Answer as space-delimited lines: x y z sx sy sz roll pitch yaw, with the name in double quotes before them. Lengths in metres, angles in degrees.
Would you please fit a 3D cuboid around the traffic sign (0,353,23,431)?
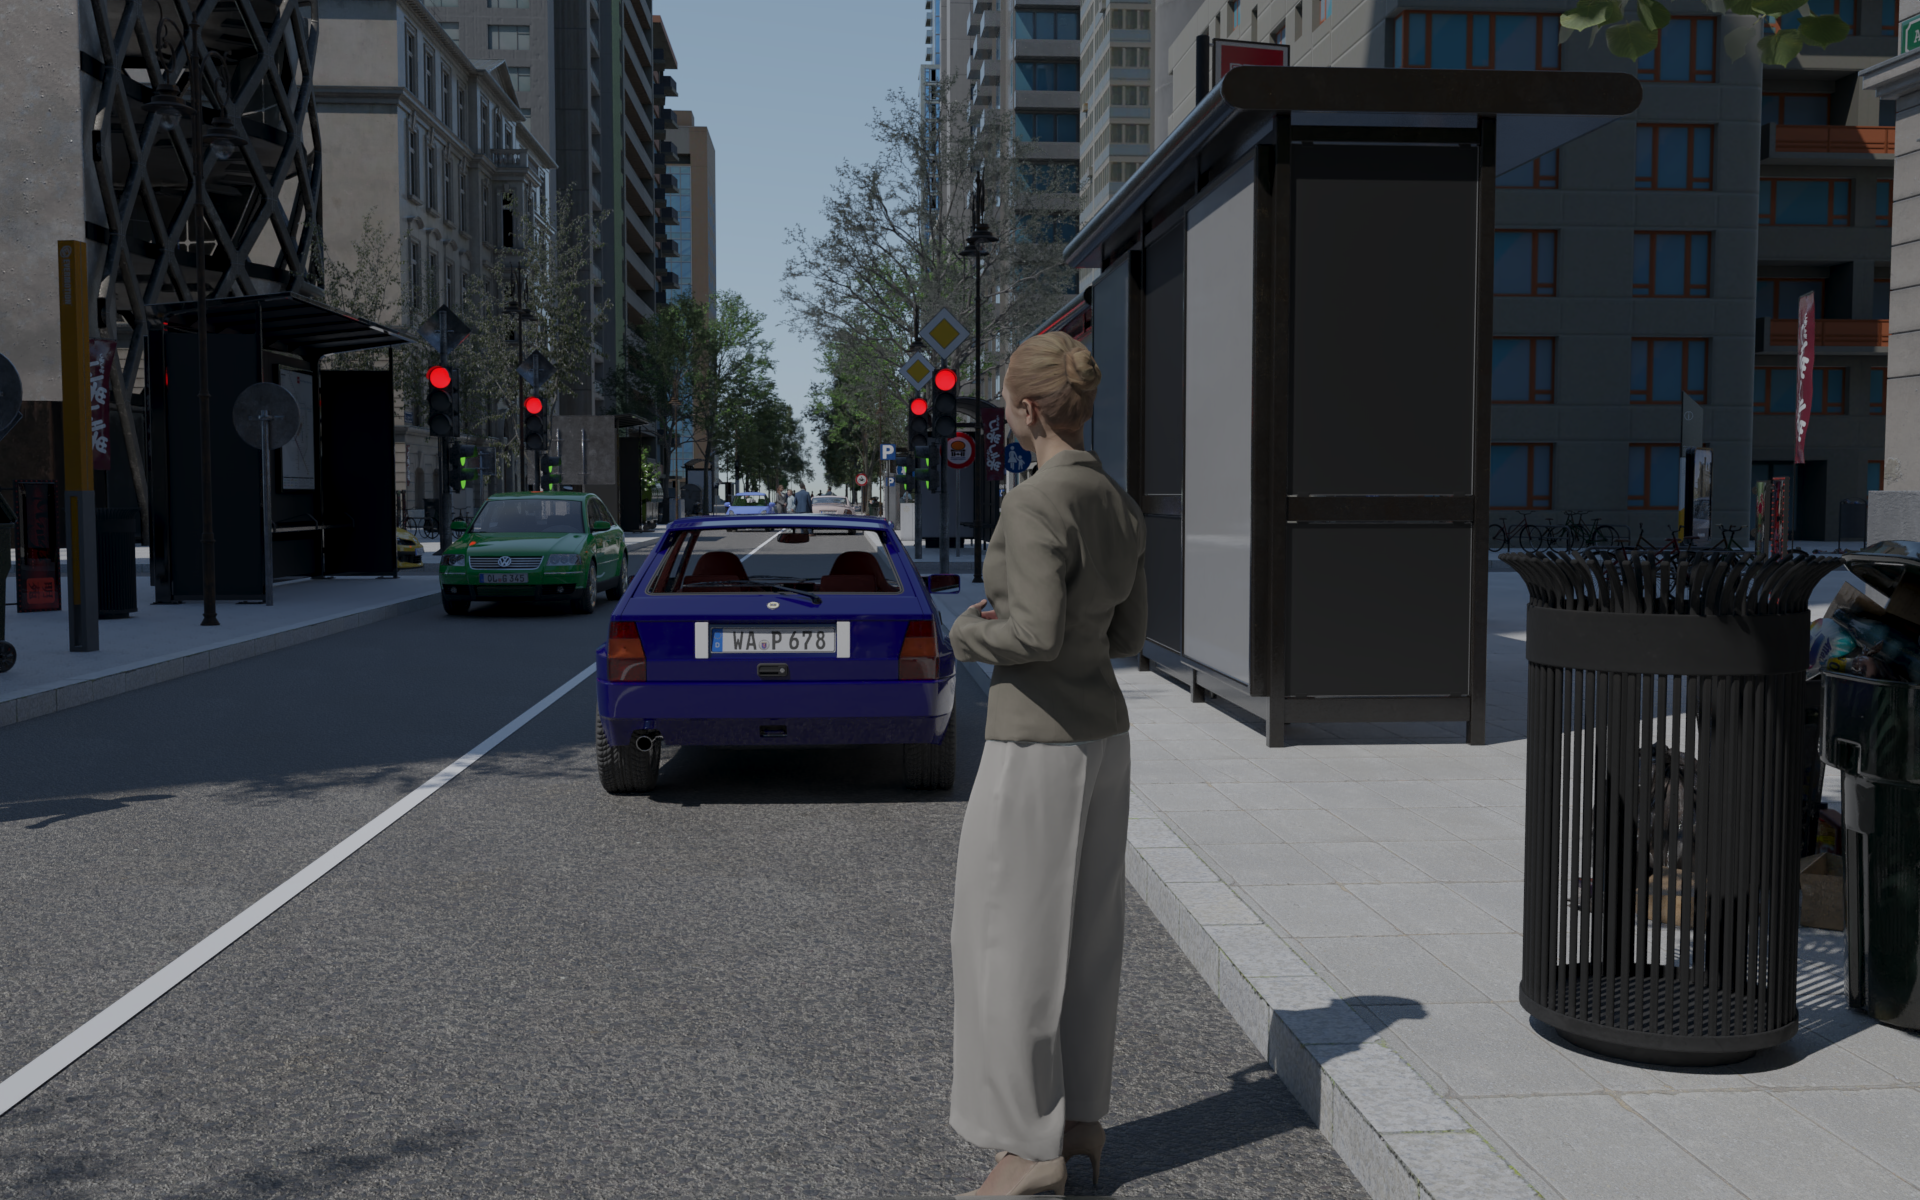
"traffic sign" -8.484 -0.911 15.002 0.768 2.556 0.104 0 4 5

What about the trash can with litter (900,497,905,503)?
"trash can with litter" -2.362 -3.669 71.381 0.624 1.170 1.055 1 4 20

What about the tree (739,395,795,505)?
"tree" -21.247 -17.326 200.287 9.611 12.733 9.660 0 3 0

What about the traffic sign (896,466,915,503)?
"traffic sign" -1.948 -3.882 63.571 0.768 2.556 0.104 0 4 2

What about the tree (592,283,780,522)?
"tree" -12.718 -8.671 76.176 7.601 10.594 8.767 0 4 6

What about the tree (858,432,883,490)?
"tree" -7.716 -12.000 146.564 4.737 8.622 4.395 0 3 0

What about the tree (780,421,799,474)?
"tree" -20.430 -15.192 182.809 7.601 10.594 8.767 0 4 2

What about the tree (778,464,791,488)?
"tree" -24.998 -17.753 240.628 4.360 8.622 3.978 0 3 0

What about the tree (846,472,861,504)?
"tree" -13.806 -15.105 230.684 4.285 4.588 4.351 0 3 0

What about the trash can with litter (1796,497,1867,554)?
"trash can with litter" 18.789 -1.608 37.346 2.233 1.210 1.678 1 4 14

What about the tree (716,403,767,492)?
"tree" -16.484 -11.083 131.572 4.737 8.622 4.395 0 3 0

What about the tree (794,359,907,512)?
"tree" -6.965 -12.835 126.855 9.611 12.733 9.660 0 3 0

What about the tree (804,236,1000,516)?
"tree" -1.887 -8.799 69.612 9.928 11.665 9.643 0 3 0

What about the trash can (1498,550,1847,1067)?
"trash can" 1.642 0.464 4.063 0.748 1.137 0.748 0 3 0

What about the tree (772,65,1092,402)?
"tree" -0.536 -8.581 50.672 12.009 13.543 11.850 0 3 0

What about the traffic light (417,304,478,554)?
"traffic light" -7.597 -2.245 25.633 0.839 4.253 0.868 0 4 -4

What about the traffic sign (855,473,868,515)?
"traffic sign" -6.063 -6.531 106.880 0.768 2.556 0.104 0 4 2

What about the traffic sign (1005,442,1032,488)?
"traffic sign" 1.377 -2.599 42.592 0.768 2.556 0.104 0 4 0

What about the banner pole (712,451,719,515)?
"banner pole" -13.719 -6.551 97.131 0.401 3.779 0.863 -3 4 -38

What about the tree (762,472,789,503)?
"tree" -24.133 -15.136 231.191 4.285 4.588 4.351 0 3 0

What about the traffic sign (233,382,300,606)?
"traffic sign" -7.928 -1.205 19.808 0.768 2.556 0.104 0 4 1

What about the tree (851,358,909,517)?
"tree" -3.748 -8.545 90.077 4.360 8.622 3.978 0 3 0

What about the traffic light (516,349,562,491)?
"traffic light" -8.183 -2.732 33.596 0.839 4.253 0.868 0 4 -4

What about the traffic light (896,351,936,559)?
"traffic light" -0.843 -2.766 34.150 0.839 4.253 0.868 0 4 -4

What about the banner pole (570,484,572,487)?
"banner pole" -18.086 -5.601 81.590 0.863 3.779 0.401 3 4 36

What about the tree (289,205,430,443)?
"tree" -15.643 -5.781 44.889 4.360 8.622 3.978 0 3 0

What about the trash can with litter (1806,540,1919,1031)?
"trash can with litter" 2.655 0.435 4.275 1.055 1.170 0.624 0 4 -3

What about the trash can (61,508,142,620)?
"trash can" -8.842 -0.381 17.881 0.748 1.137 0.748 0 3 0

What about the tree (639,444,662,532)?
"tree" -10.932 -3.895 58.292 1.663 3.219 1.824 0 3 0

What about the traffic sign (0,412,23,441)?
"traffic sign" -9.479 -0.957 16.832 0.795 2.450 0.064 0 4 4

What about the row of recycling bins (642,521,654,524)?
"row of recycling bins" -13.935 -4.211 75.960 1.069 1.692 3.534 0 4 -3

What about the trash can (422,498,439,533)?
"trash can" -17.547 -2.820 57.754 0.748 1.137 0.748 0 3 0

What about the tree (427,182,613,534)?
"tree" -10.019 -5.547 41.055 4.360 8.622 3.978 0 3 0

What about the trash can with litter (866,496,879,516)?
"trash can with litter" -4.546 -4.698 88.194 0.624 1.170 1.055 -2 4 -33

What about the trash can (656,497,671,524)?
"trash can" -12.640 -3.785 73.546 0.748 1.137 0.748 0 3 0

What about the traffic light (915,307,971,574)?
"traffic light" -0.257 -2.279 26.187 0.839 4.253 0.868 0 4 -4

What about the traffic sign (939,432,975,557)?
"traffic sign" -0.039 -2.157 35.369 0.768 2.556 0.104 0 4 0

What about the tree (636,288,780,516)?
"tree" -12.622 -9.841 86.652 9.928 11.665 9.643 0 3 0

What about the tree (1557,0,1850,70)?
"tree" 2.620 -5.088 1.322 7.486 12.596 7.792 0 3 0

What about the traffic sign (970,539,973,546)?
"traffic sign" 0.286 -2.590 42.358 0.884 2.594 0.081 0 4 -1

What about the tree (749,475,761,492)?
"tree" -18.506 -9.879 156.129 1.663 3.219 1.824 0 3 0
